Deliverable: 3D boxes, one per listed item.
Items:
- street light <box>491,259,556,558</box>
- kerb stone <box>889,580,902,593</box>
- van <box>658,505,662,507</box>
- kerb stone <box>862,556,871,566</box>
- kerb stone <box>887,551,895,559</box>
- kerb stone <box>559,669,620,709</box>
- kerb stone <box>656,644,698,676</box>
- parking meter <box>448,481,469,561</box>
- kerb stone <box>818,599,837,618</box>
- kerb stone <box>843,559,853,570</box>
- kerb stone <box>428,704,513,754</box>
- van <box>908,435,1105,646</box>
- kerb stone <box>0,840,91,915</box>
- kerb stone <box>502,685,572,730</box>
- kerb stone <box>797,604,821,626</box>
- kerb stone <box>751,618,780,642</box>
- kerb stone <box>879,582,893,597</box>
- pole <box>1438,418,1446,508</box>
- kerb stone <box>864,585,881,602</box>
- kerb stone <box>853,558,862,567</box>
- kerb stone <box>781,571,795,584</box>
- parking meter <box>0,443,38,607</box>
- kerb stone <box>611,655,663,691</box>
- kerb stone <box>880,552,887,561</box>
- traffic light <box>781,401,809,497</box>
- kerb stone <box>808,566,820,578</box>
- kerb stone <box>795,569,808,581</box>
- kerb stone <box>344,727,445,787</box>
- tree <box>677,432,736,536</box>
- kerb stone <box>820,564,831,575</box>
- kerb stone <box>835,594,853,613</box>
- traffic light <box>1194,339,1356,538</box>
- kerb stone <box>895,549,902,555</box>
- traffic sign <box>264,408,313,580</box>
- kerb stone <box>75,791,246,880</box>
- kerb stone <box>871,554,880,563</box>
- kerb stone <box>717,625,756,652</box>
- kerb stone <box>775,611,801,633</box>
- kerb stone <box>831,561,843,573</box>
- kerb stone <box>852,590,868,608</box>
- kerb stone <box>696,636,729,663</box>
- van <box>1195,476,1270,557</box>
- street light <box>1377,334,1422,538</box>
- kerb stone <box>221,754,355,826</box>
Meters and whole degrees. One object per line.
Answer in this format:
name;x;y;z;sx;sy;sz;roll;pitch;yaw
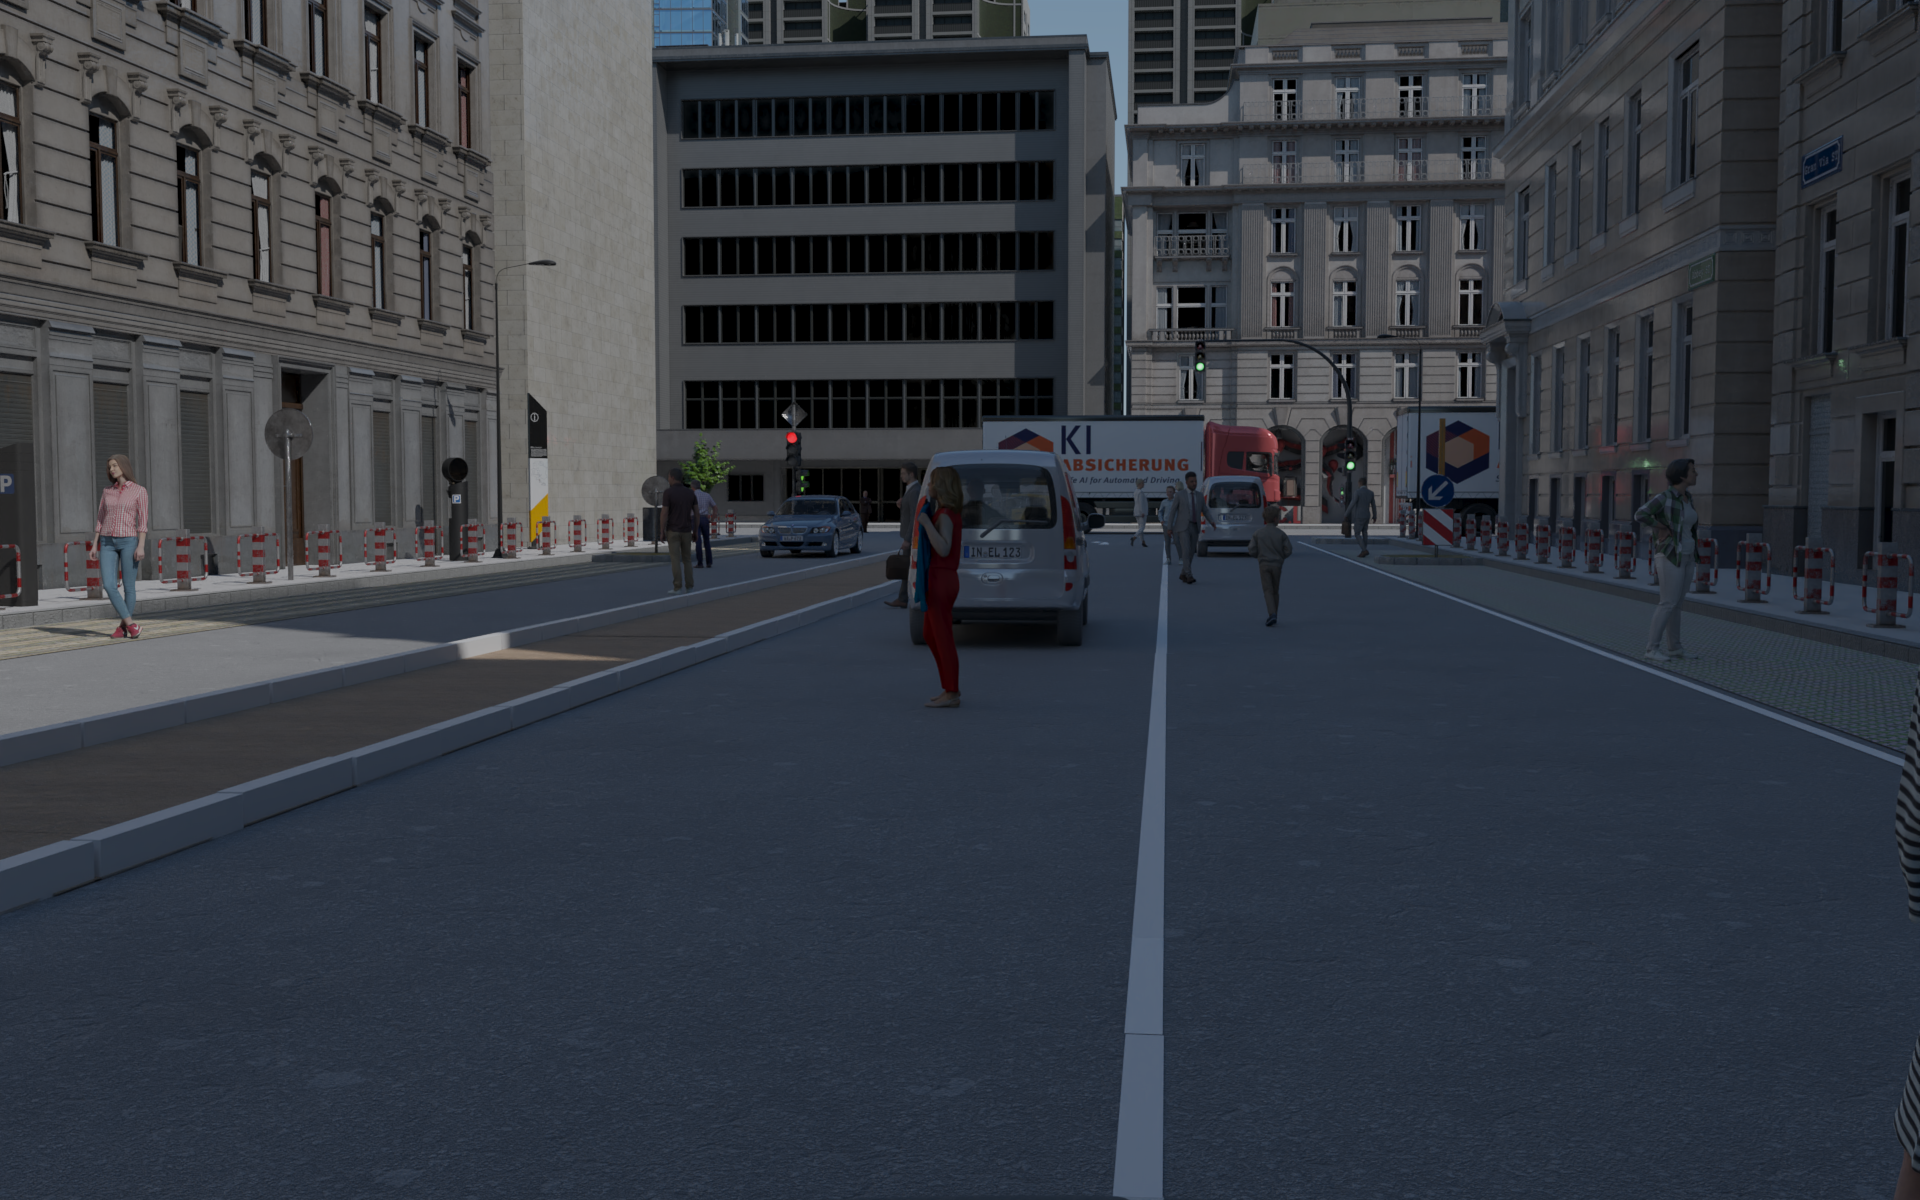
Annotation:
street light;-8.680;-3.790;34.500;1.470;5.913;1.316;0;4;7
kerb stone;-0.997;-0.190;25.299;0.120;0.150;1.000;0;4;7
van;-12.416;-3.282;60.667;4.112;2.044;2.013;0;4;6
kerb stone;-1.971;-0.763;34.704;0.120;0.150;1.000;0;4;7
kerb stone;-1.614;-0.952;37.763;0.120;0.150;1.000;0;4;7
kerb stone;-2.593;0.622;12.030;0.120;0.150;1.000;0;4;7
kerb stone;-2.345;0.496;14.079;0.120;0.150;1.000;0;4;7
parking meter;-9.629;-1.520;33.264;0.372;1.533;0.369;0;3;0
kerb stone;-1.613;0.122;20.195;0.120;0.150;1.000;0;4;7
kerb stone;-2.224;-0.640;32.663;0.120;0.150;1.000;0;4;7
kerb stone;-2.838;0.751;9.990;0.120;0.150;1.000;0;4;7
van;0.477;-0.659;17.788;2.013;2.044;4.112;0;4;5
kerb stone;-3.321;0.996;5.914;0.120;0.150;1.000;0;4;7
kerb stone;-2.711;0.689;11.011;0.120;0.150;1.000;0;4;7
kerb stone;-1.727;0.185;19.177;0.120;0.150;1.000;0;4;7
kerb stone;-1.978;0.310;17.133;0.120;0.150;1.000;0;4;7
kerb stone;-1.115;-0.122;24.280;0.120;0.150;1.000;0;4;7
pole;12.985;-3.234;46.719;0.158;3.312;0.155;0;3;0
kerb stone;-1.240;-0.063;23.256;0.120;0.150;1.000;0;4;7
kerb stone;-2.108;-0.703;33.688;0.120;0.150;1.000;0;4;7
kerb stone;-2.841;-0.329;27.569;0.120;0.150;1.000;0;4;7
parking meter;-10.799;-0.861;19.787;0.399;1.863;0.255;1;4;14
kerb stone;-2.464;0.559;13.062;0.120;0.150;1.000;0;4;7
kerb stone;-1.735;-0.889;36.739;0.120;0.150;1.000;0;4;7
traffic light;-5.013;-3.890;52.524;0.839;4.253;0.868;0;4;7
kerb stone;-2.591;-0.453;29.607;0.120;0.150;1.000;0;4;7
kerb stone;-2.720;-0.389;28.586;0.120;0.150;1.000;0;4;7
kerb stone;-2.950;0.813;8.972;0.120;0.150;1.000;0;4;7
tree;-8.106;-3.636;54.054;1.663;3.219;1.824;0;3;0
kerb stone;-2.479;-0.516;30.629;0.120;0.150;1.000;0;4;7
kerb stone;-1.490;0.062;21.212;0.120;0.150;1.000;0;4;7
traffic light;9.246;-4.650;50.691;4.771;5.953;1.251;0;4;7
kerb stone;-1.489;-1.014;38.780;0.120;0.150;1.000;0;4;7
traffic sign;-9.970;-1.567;25.723;0.768;2.556;0.104;0;4;8
kerb stone;-3.191;0.935;6.934;0.120;0.150;1.000;0;4;7
kerb stone;-1.850;-0.827;35.721;0.120;0.150;1.000;0;4;7
kerb stone;-2.095;0.372;16.115;0.120;0.150;1.000;0;4;7
kerb stone;-1.855;0.250;18.152;0.120;0.150;1.000;0;4;7
kerb stone;-2.344;-0.578;31.645;0.120;0.150;1.000;0;4;7
kerb stone;-1.357;0.002;22.233;0.120;0.150;1.000;0;4;7
kerb stone;-2.224;0.448;15.100;0.120;0.150;1.000;0;4;7
van;6.358;-2.071;40.870;2.013;2.044;4.112;0;4;5
street light;12.807;-4.762;50.394;1.470;5.913;1.316;0;4;7
kerb stone;-3.082;0.871;7.955;0.120;0.150;1.000;0;4;7
